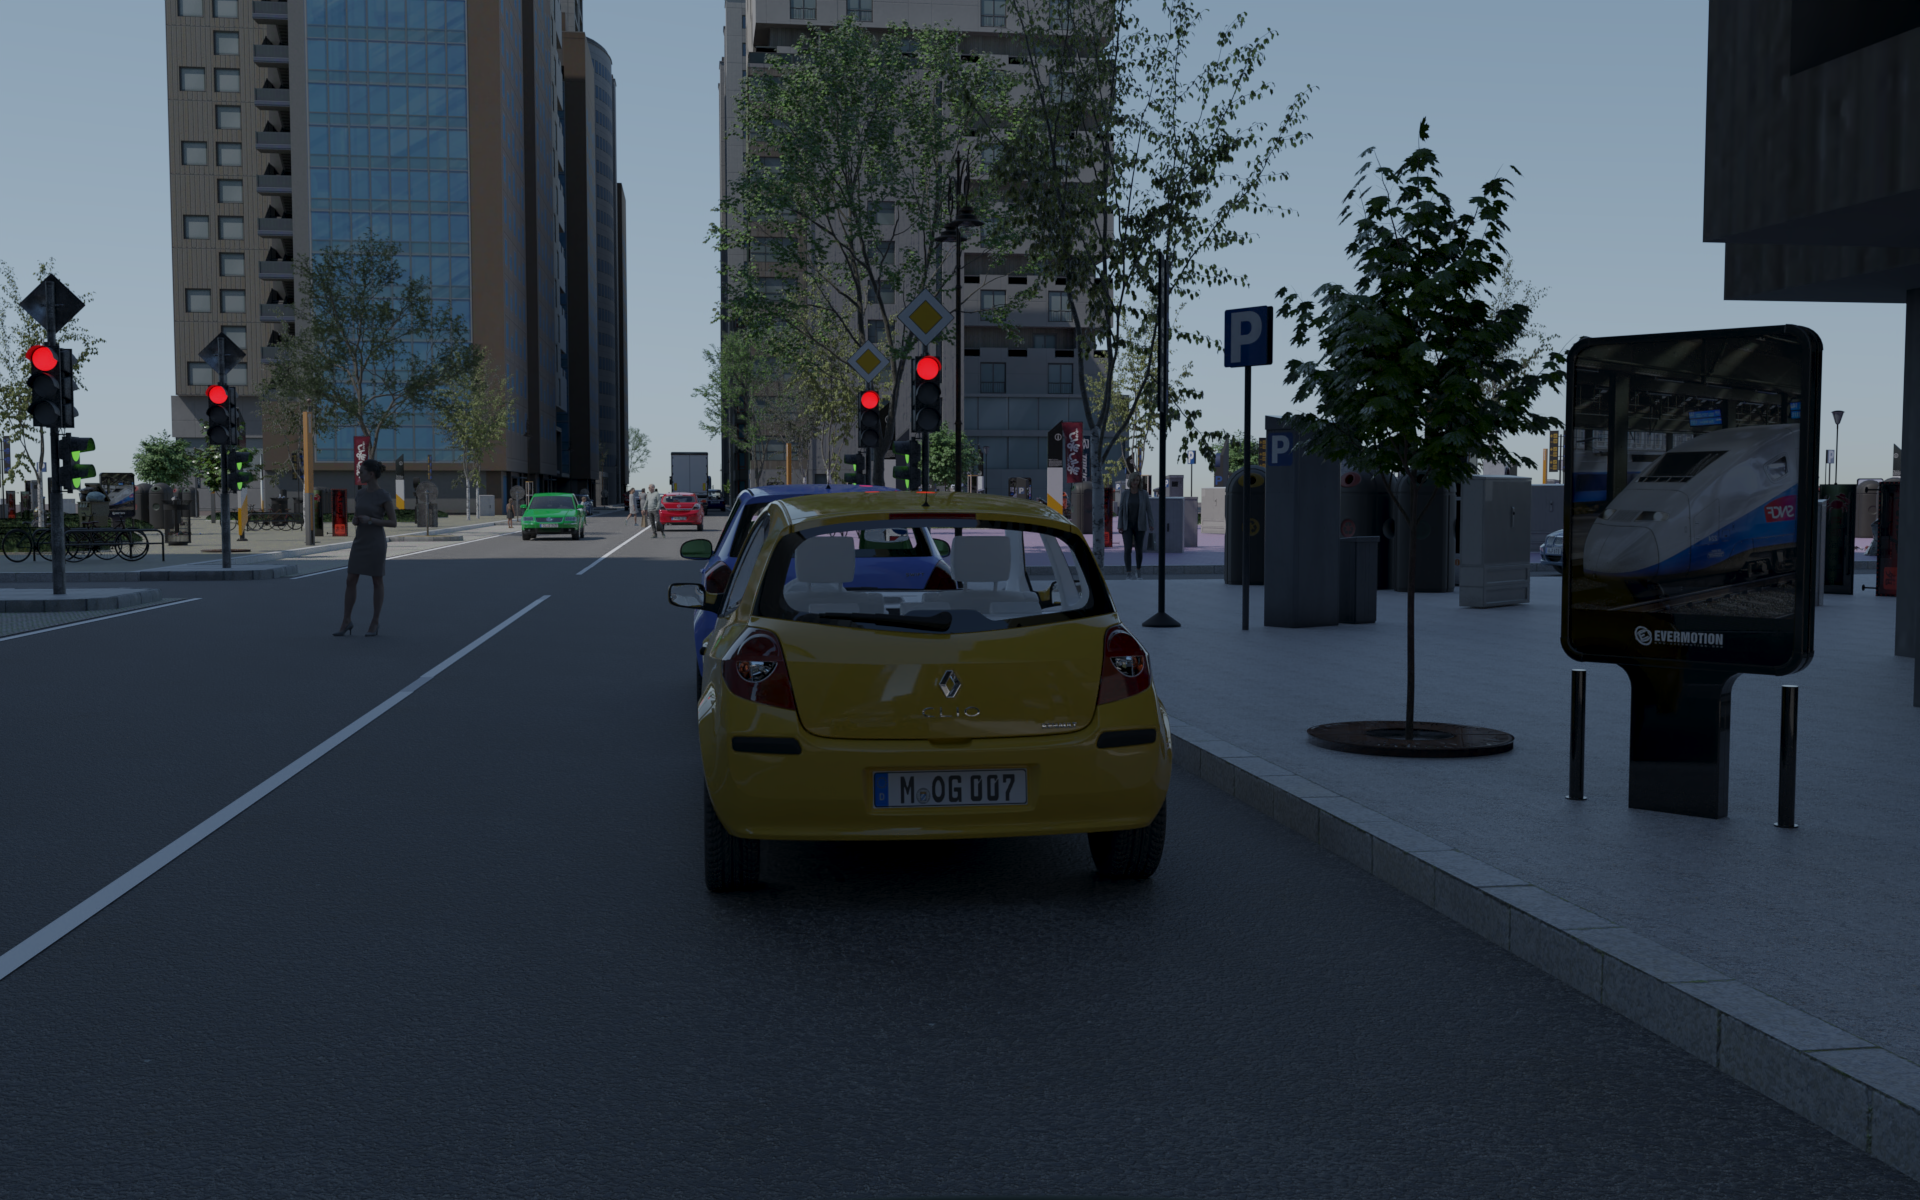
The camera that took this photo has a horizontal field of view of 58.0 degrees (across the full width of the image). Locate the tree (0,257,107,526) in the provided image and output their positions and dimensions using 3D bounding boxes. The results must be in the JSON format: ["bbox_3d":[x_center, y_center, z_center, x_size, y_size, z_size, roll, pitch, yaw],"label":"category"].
[{"bbox_3d":[-28.512,-6.278,53.007,4.737,8.622,4.395,0,3,0],"label":"tree"}]

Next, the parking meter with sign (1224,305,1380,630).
[{"bbox_3d":[3.351,-1.254,16.770,1.738,3.016,0.543,-3,4,-38],"label":"parking meter with sign"}]

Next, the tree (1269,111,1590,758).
[{"bbox_3d":[2.447,-0.871,8.843,1.663,3.219,1.824,0,3,0],"label":"tree"}]

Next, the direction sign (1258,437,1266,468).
[{"bbox_3d":[12.362,-4.733,69.381,0.876,3.537,0.379,-1,4,-14],"label":"direction sign"}]

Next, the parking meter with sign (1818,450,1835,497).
[{"bbox_3d":[33.575,-4.422,68.564,0.543,3.016,1.738,-3,4,-38],"label":"parking meter with sign"}]

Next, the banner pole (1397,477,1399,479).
[{"bbox_3d":[19.524,-5.271,76.201,0.863,3.779,0.401,-2,4,-33],"label":"banner pole"}]

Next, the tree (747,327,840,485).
[{"bbox_3d":[-6.934,-7.663,75.656,4.360,8.622,3.978,0,3,0],"label":"tree"}]

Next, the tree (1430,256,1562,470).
[{"bbox_3d":[15.986,-6.268,52.848,4.360,8.622,3.978,0,3,0],"label":"tree"}]

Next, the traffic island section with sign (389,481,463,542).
[{"bbox_3d":[-16.211,-2.695,52.695,1.989,1.847,2.006,-1,4,-9],"label":"traffic island section with sign"}]

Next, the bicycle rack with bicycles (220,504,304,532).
[{"bbox_3d":[-24.257,-2.878,60.442,2.925,0.926,2.852,-2,4,-29],"label":"bicycle rack with bicycles"}]

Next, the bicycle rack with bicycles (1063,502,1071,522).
[{"bbox_3d":[4.788,-3.934,77.704,2.925,0.926,2.852,0,4,-7],"label":"bicycle rack with bicycles"}]

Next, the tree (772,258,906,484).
[{"bbox_3d":[-3.910,-6.374,54.585,4.737,8.622,4.395,0,3,0],"label":"tree"}]

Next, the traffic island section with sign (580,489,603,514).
[{"bbox_3d":[-27.525,-7.256,127.260,1.989,1.847,2.006,-1,4,-9],"label":"traffic island section with sign"}]

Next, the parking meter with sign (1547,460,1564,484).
[{"bbox_3d":[30.440,-5.655,88.718,0.543,3.016,1.738,-1,4,-12],"label":"parking meter with sign"}]

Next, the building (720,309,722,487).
[{"bbox_3d":[-28.569,-29.738,257.910,14.160,30.474,14.107,-1,4,-9],"label":"building"}]

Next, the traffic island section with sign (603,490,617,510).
[{"bbox_3d":[-31.684,-8.936,154.726,1.989,1.847,2.006,-1,4,-9],"label":"traffic island section with sign"}]

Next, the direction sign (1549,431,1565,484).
[{"bbox_3d":[21.307,-4.251,61.499,0.379,3.537,0.876,-3,5,-41],"label":"direction sign"}]

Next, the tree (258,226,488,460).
[{"bbox_3d":[-20.124,-7.665,59.742,8.767,10.594,7.601,0,4,5],"label":"tree"}]

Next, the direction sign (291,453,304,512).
[{"bbox_3d":[-36.418,-6.322,95.355,0.379,3.537,0.876,2,4,26],"label":"direction sign"}]

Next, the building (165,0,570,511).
[{"bbox_3d":[-47.103,-33.843,142.576,28.713,52.752,27.495,-1,4,-9],"label":"building"}]

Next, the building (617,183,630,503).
[{"bbox_3d":[-53.624,-36.165,241.401,14.600,45.320,14.200,-1,4,-9],"label":"building"}]

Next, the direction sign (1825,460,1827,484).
[{"bbox_3d":[52.741,-6.946,105.557,0.379,3.537,0.876,2,4,28],"label":"direction sign"}]

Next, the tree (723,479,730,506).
[{"bbox_3d":[-25.134,-11.879,188.816,1.663,3.219,1.824,0,3,0],"label":"tree"}]

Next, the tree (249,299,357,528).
[{"bbox_3d":[-24.991,-7.066,65.890,4.360,8.622,3.978,0,3,0],"label":"tree"}]

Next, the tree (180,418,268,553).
[{"bbox_3d":[-16.197,-2.666,38.189,1.663,3.219,1.824,0,3,0],"label":"tree"}]

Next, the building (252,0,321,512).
[{"bbox_3d":[-35.241,-28.080,109.215,14.600,45.320,14.200,-1,4,-9],"label":"building"}]

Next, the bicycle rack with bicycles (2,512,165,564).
[{"bbox_3d":[-16.661,-1.203,33.053,2.925,0.926,2.852,-3,5,-43],"label":"bicycle rack with bicycles"}]

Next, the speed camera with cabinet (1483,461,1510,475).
[{"bbox_3d":[13.930,-3.122,45.377,0.660,3.252,2.038,2,4,28],"label":"speed camera with cabinet"}]

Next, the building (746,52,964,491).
[{"bbox_3d":[-7.497,-21.178,117.969,14.160,30.474,14.107,-1,4,-9],"label":"building"}]

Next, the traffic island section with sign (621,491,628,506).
[{"bbox_3d":[-40.039,-12.302,209.766,1.989,1.847,2.006,-1,4,-9],"label":"traffic island section with sign"}]

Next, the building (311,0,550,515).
[{"bbox_3d":[-36.618,-28.944,123.342,14.600,45.320,14.200,-1,4,-9],"label":"building"}]

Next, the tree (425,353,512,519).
[{"bbox_3d":[-25.353,-8.547,90.106,4.360,8.622,3.978,0,3,0],"label":"tree"}]

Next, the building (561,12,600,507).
[{"bbox_3d":[-42.045,-31.489,164.947,14.600,45.320,14.200,-1,4,-9],"label":"building"}]

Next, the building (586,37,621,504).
[{"bbox_3d":[-54.548,-41.415,219.141,21.231,58.520,28.212,-1,4,-9],"label":"building"}]

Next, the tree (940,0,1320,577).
[{"bbox_3d":[1.668,-4.242,19.722,4.360,8.622,3.978,0,3,0],"label":"tree"}]

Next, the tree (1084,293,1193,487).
[{"bbox_3d":[6.357,-6.828,62.008,4.737,8.622,4.395,0,3,0],"label":"tree"}]

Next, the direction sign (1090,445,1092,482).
[{"bbox_3d":[5.652,-5.080,75.063,0.379,3.537,0.876,3,5,43],"label":"direction sign"}]

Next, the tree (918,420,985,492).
[{"bbox_3d":[-0.589,-5.593,75.157,4.285,4.588,4.351,0,3,0],"label":"tree"}]

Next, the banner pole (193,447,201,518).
[{"bbox_3d":[-40.901,-6.293,92.914,0.401,3.779,0.863,0,4,-1],"label":"banner pole"}]

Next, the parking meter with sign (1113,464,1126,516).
[{"bbox_3d":[9.258,-6.325,99.668,0.543,3.016,1.738,3,5,40],"label":"parking meter with sign"}]

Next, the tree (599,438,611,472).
[{"bbox_3d":[-38.200,-13.886,177.398,4.360,8.622,3.978,0,3,0],"label":"tree"}]

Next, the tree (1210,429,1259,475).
[{"bbox_3d":[14.079,-6.317,87.004,4.285,4.588,4.351,0,3,0],"label":"tree"}]

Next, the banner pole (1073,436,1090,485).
[{"bbox_3d":[4.511,-4.592,65.090,0.863,3.779,0.401,-1,4,-13],"label":"banner pole"}]

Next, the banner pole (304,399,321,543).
[{"bbox_3d":[-17.148,-3.406,45.700,0.401,3.779,0.863,-2,4,-25],"label":"banner pole"}]

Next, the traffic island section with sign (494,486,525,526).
[{"bbox_3d":[-20.256,-4.329,79.408,1.989,1.847,2.006,-1,4,-9],"label":"traffic island section with sign"}]

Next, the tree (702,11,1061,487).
[{"bbox_3d":[-1.613,-6.779,36.598,9.928,11.665,9.643,0,3,0],"label":"tree"}]

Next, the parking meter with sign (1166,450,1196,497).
[{"bbox_3d":[8.483,-4.440,68.856,1.738,3.016,0.543,-1,4,-22],"label":"parking meter with sign"}]

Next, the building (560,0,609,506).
[{"bbox_3d":[-50.528,-46.254,194.507,20.563,71.187,20.611,-1,4,-9],"label":"building"}]

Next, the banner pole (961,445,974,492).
[{"bbox_3d":[0.261,-5.403,78.354,0.863,3.779,0.401,-1,4,-11],"label":"banner pole"}]

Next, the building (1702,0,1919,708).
[{"bbox_3d":[11.459,-14.417,7.426,14.160,30.474,14.107,-1,4,-9],"label":"building"}]

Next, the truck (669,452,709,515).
[{"bbox_3d":[-18.819,-8.046,120.464,2.839,4.237,11.283,-1,4,-9],"label":"truck"}]

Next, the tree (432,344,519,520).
[{"bbox_3d":[-23.770,-8.198,84.394,4.737,8.622,4.395,0,3,0],"label":"tree"}]

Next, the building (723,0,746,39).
[{"bbox_3d":[-17.588,-40.760,208.416,21.231,58.520,28.212,-1,4,-9],"label":"building"}]

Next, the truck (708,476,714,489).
[{"bbox_3d":[-36.881,-15.794,247.997,2.967,4.110,18.799,0,4,-7],"label":"truck"}]

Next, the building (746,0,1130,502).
[{"bbox_3d":[-3.207,-33.621,138.936,28.713,52.752,27.495,-1,4,-9],"label":"building"}]

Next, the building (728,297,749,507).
[{"bbox_3d":[-8.334,-19.790,168.610,27.650,21.520,28.899,-1,4,-9],"label":"building"}]

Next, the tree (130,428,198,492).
[{"bbox_3d":[-39.691,-6.289,86.534,4.285,4.588,4.351,0,3,0],"label":"tree"}]
